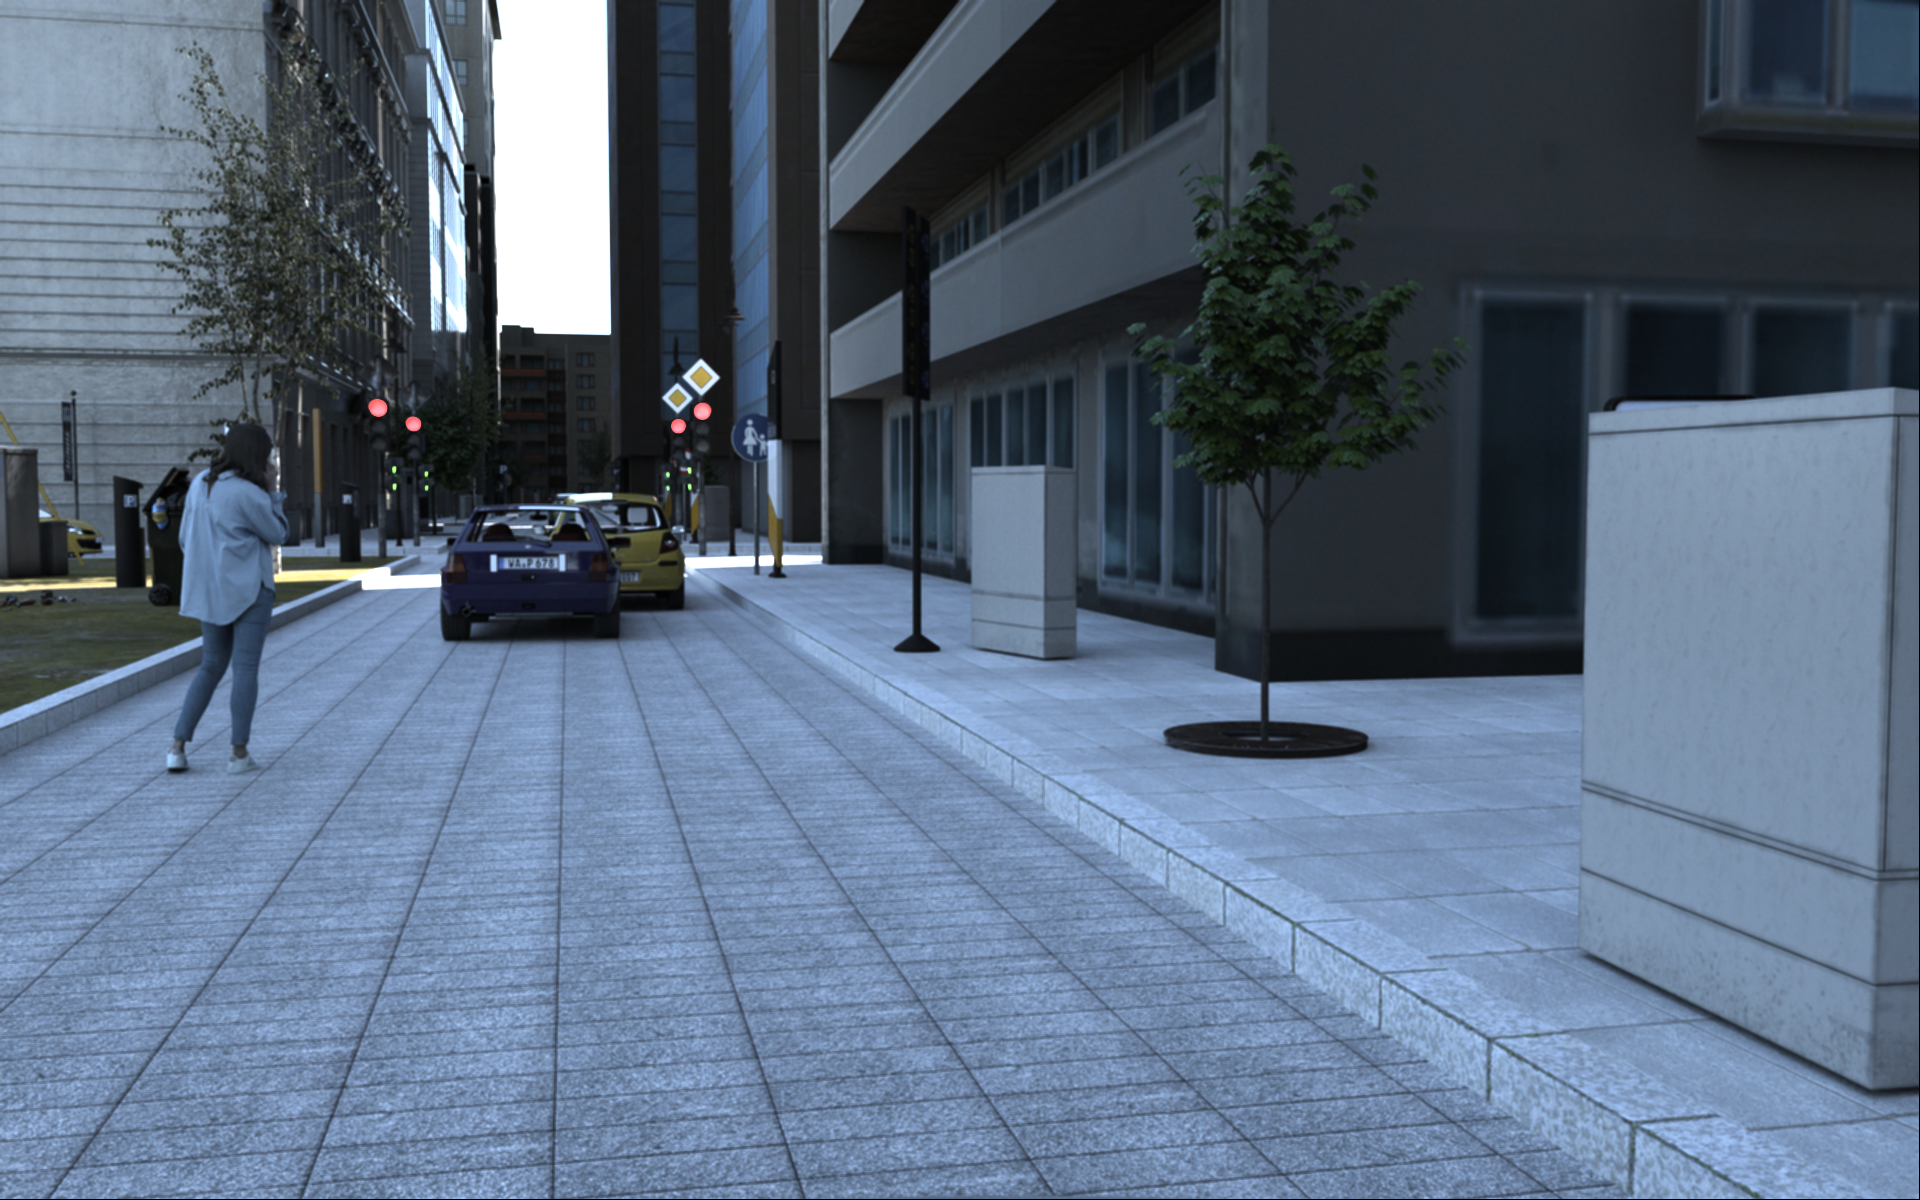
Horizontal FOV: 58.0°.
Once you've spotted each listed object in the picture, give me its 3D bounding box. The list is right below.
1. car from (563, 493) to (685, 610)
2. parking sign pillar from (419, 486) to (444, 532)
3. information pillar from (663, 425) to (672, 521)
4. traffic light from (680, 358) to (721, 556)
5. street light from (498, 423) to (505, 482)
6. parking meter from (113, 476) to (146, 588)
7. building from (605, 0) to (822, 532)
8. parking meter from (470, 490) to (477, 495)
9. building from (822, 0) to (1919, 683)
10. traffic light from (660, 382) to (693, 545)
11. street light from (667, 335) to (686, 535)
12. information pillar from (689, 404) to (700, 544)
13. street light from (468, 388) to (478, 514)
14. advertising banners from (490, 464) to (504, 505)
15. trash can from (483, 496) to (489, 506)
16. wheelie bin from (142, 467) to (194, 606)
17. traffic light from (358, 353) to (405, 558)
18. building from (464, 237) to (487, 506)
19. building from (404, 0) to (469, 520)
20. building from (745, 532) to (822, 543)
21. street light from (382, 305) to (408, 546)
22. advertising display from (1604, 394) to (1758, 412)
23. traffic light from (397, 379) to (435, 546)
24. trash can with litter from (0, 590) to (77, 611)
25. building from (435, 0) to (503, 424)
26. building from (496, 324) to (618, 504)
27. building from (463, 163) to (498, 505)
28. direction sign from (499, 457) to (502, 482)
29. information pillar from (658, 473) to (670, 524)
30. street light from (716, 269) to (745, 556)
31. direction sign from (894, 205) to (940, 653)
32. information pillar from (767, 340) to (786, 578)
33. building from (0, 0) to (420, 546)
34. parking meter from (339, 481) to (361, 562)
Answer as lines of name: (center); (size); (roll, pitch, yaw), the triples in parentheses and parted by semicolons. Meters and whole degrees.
car: (-4.577, -0.763, 22.699); (2.015, 1.641, 3.980); (-1, 4, -13)
parking sign pillar: (-18.308, -4.299, 58.769); (1.447, 3.967, 1.447); (-1, 4, -21)
information pillar: (-9.877, -4.106, 58.492); (0.183, 3.616, 0.504); (-2, 4, -32)
traffic light: (-5.375, -2.875, 35.927); (0.839, 4.253, 0.868); (-1, 4, -13)
street light: (-28.680, -8.296, 108.421); (0.468, 5.910, 1.993); (-1, 4, -13)
parking meter: (-11.431, -0.944, 23.848); (0.372, 1.533, 0.369); (0, 3, 0)
building: (-7.193, -25.703, 70.353); (14.600, 45.320, 14.200); (-1, 4, -13)
parking meter: (-27.197, -5.414, 96.936); (0.372, 1.533, 0.369); (0, 3, 0)
building: (10.127, -24.413, 22.859); (21.300, 48.544, 21.600); (-1, 4, -13)
traffic light: (-7.134, -3.351, 43.717); (0.839, 4.253, 0.868); (-1, 4, -13)
street light: (-8.255, -4.751, 50.468); (0.468, 5.910, 1.993); (-1, 4, -13)
information pillar: (-6.834, -3.270, 44.815); (0.183, 3.616, 0.504); (-2, 4, -35)
street light: (-21.280, -6.286, 75.558); (0.468, 5.910, 1.993); (-1, 4, -13)
advertising banners: (-26.814, -6.361, 100.183); (0.090, 3.025, 2.074); (0, 4, 6)
trash can: (-29.808, -5.905, 108.207); (0.748, 1.137, 0.748); (0, 3, 0)
wheelie bin: (-9.058, -0.750, 20.171); (0.693, 1.594, 0.980); (-1, 4, -10)
traffic light: (-11.528, -2.789, 34.526); (0.839, 4.253, 0.868); (-1, 4, -13)
building: (-49.642, -17.214, 126.484); (27.650, 21.520, 28.899); (-1, 4, -13)
building: (-34.702, -19.655, 98.859); (11.434, 29.767, 29.804); (-1, 4, -13)
building: (0.697, -24.574, 51.900); (14.200, 45.320, 14.600); (-1, 4, -13)
street light: (-13.799, -4.261, 42.452); (0.468, 5.910, 1.993); (-1, 4, -13)
advertising display: (4.706, -0.374, 11.335); (0.974, 1.923, 0.123); (0, 4, 3)
traffic light: (-13.287, -3.266, 42.316); (0.839, 4.253, 0.868); (-1, 4, -13)
trash can with litter: (-10.972, -0.541, 19.897); (1.678, 1.210, 2.233); (1, 4, 17)
building: (-59.121, -35.491, 169.518); (27.495, 52.752, 28.713); (-1, 4, -13)
building: (-53.713, -22.425, 211.685); (28.899, 21.520, 27.650); (-1, 4, -13)
building: (-47.672, -23.108, 149.515); (14.160, 30.474, 14.107); (-1, 4, -13)
direction sign: (-28.190, -6.992, 106.311); (0.379, 3.537, 0.876); (-1, 4, -23)
information pillar: (-10.382, -3.445, 60.818); (0.304, 2.012, 0.304); (-2, 4, -32)
street light: (-4.715, -3.848, 35.704); (0.468, 5.910, 1.993); (-1, 4, -13)
direction sign: (-0.352, -1.351, 14.083); (0.379, 3.537, 0.876); (1, 4, 11)
information pillar: (-2.841, -2.156, 26.606); (0.183, 3.616, 0.504); (-1, 4, -23)
building: (-29.741, -17.476, 62.147); (17.030, 29.872, 44.131); (-1, 4, -13)
parking meter: (-11.552, -1.491, 32.788); (0.372, 1.533, 0.369); (0, 3, 0)
